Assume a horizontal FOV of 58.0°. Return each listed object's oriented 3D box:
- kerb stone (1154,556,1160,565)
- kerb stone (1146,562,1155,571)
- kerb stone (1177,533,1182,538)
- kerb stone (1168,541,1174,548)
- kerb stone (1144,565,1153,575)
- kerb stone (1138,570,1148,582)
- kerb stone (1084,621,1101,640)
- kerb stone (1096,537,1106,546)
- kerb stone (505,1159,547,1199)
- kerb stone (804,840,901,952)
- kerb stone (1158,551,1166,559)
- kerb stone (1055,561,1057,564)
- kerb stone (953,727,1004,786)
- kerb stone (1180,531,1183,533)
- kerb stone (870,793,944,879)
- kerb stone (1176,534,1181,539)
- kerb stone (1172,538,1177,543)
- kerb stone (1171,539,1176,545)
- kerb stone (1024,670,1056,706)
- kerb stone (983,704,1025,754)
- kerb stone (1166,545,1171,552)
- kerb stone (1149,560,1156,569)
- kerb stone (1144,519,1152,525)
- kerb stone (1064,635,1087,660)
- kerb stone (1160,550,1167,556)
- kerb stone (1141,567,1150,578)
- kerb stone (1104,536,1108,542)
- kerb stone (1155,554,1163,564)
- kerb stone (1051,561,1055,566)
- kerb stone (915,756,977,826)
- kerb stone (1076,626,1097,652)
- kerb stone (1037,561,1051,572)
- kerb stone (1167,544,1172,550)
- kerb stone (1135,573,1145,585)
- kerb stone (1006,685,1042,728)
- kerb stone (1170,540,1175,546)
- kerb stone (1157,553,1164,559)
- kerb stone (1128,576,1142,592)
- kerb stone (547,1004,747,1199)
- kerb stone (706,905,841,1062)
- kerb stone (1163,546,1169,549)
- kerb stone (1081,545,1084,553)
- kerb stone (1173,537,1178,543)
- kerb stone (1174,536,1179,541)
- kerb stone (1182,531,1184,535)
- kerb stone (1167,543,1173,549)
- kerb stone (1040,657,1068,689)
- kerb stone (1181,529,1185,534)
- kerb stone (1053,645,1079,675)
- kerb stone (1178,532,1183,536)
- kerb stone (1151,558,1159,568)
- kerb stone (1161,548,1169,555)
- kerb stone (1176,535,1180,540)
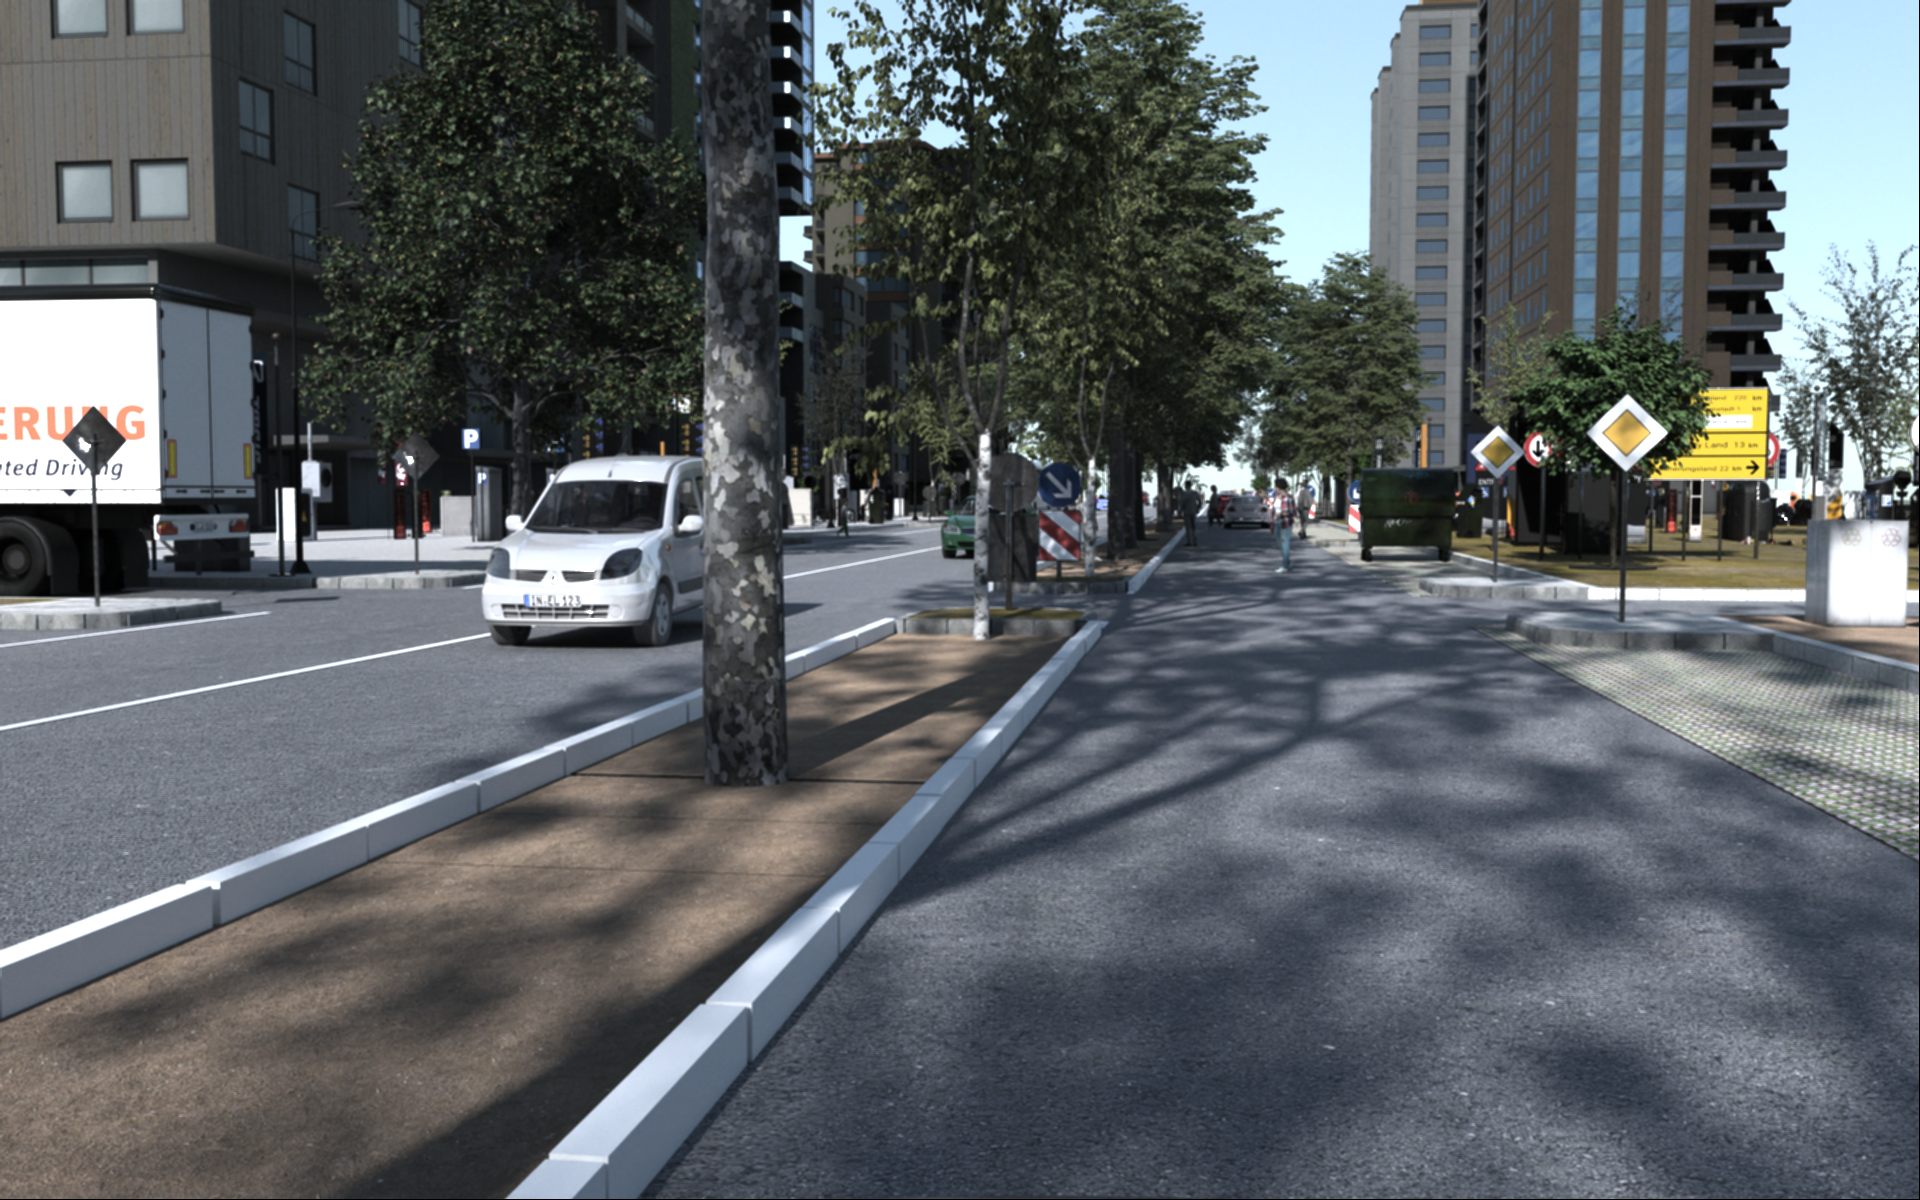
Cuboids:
[{"bbox_3d":[3.792,-0.714,33.875,0.120,0.150,1.000,1,4,8],"label":"kerb stone"},{"bbox_3d":[3.339,-0.528,30.823,0.120,0.150,1.000,1,4,8],"label":"kerb stone"},{"bbox_3d":[6.656,-1.889,53.113,0.120,0.150,1.000,1,4,8],"label":"kerb stone"},{"bbox_3d":[5.310,-1.334,44.007,0.120,0.150,1.000,1,4,8],"label":"kerb stone"},{"bbox_3d":[3.193,-0.465,29.804,0.120,0.150,1.000,1,4,8],"label":"kerb stone"},{"bbox_3d":[2.896,-0.339,27.779,0.120,0.150,1.000,1,4,8],"label":"kerb stone"},{"bbox_3d":[1.298,0.314,17.069,0.120,0.150,1.000,1,4,8],"label":"kerb stone"},{"bbox_3d":[3.988,-1.663,49.387,0.120,0.150,1.000,1,4,8],"label":"kerb stone"},{"bbox_3d":[-0.813,1.184,2.843,0.120,0.150,1.000,1,4,8],"label":"kerb stone"},{"bbox_3d":[-0.360,1.001,5.889,0.120,0.150,1.000,1,4,8],"label":"kerb stone"},{"bbox_3d":[4.253,-0.892,36.911,0.120,0.150,1.000,1,4,8],"label":"kerb stone"},{"bbox_3d":[1.879,-0.796,35.207,0.120,0.150,1.000,1,4,8],"label":"kerb stone"},{"bbox_3d":[0.090,0.812,8.923,0.120,0.150,1.000,1,4,8],"label":"kerb stone"},{"bbox_3d":[6.954,-2.015,55.135,0.120,0.150,1.000,1,4,8],"label":"kerb stone"},{"bbox_3d":[-0.210,0.941,6.901,0.120,0.150,1.000,1,4,8],"label":"kerb stone"},{"bbox_3d":[6.503,-1.829,52.102,0.120,0.150,1.000,1,4,8],"label":"kerb stone"},{"bbox_3d":[5.756,-1.520,47.041,0.120,0.150,1.000,1,4,8],"label":"kerb stone"},{"bbox_3d":[5.606,-1.458,46.031,0.120,0.150,1.000,1,4,8],"label":"kerb stone"},{"bbox_3d":[0.540,0.625,11.979,0.120,0.150,1.000,1,4,8],"label":"kerb stone"},{"bbox_3d":[0.242,0.750,9.940,0.120,0.150,1.000,1,4,8],"label":"kerb stone"},{"bbox_3d":[4.847,-1.145,40.972,0.120,0.150,1.000,1,4,8],"label":"kerb stone"},{"bbox_3d":[3.485,-0.588,31.842,0.120,0.150,1.000,1,4,8],"label":"kerb stone"},{"bbox_3d":[9.099,-3.770,83.837,0.120,0.150,1.000,1,4,8],"label":"kerb stone"},{"bbox_3d":[0.986,0.439,15.034,0.120,0.150,1.000,1,4,8],"label":"kerb stone"},{"bbox_3d":[4.396,-0.957,37.927,0.120,0.150,1.000,1,4,8],"label":"kerb stone"},{"bbox_3d":[3.038,-0.403,28.794,0.120,0.150,1.000,1,4,8],"label":"kerb stone"},{"bbox_3d":[4.127,-1.722,50.401,0.120,0.150,1.000,1,4,8],"label":"kerb stone"},{"bbox_3d":[3.954,-0.775,34.889,0.120,0.150,1.000,1,4,8],"label":"kerb stone"},{"bbox_3d":[1.719,-0.733,34.198,0.120,0.150,1.000,1,4,8],"label":"kerb stone"},{"bbox_3d":[-0.064,0.875,7.912,0.120,0.150,1.000,1,4,8],"label":"kerb stone"},{"bbox_3d":[1.147,0.379,16.052,0.120,0.150,1.000,1,4,8],"label":"kerb stone"},{"bbox_3d":[1.580,-0.670,33.181,0.120,0.150,1.000,1,4,8],"label":"kerb stone"},{"bbox_3d":[4.996,-1.205,41.983,0.120,0.150,1.000,1,4,8],"label":"kerb stone"},{"bbox_3d":[2.735,-0.280,26.770,0.120,0.150,1.000,1,4,8],"label":"kerb stone"},{"bbox_3d":[0.392,0.687,10.956,0.120,0.150,1.000,1,4,8],"label":"kerb stone"},{"bbox_3d":[5.452,-1.396,45.019,0.120,0.150,1.000,1,4,8],"label":"kerb stone"},{"bbox_3d":[4.103,-0.838,35.900,0.120,0.150,1.000,1,4,8],"label":"kerb stone"},{"bbox_3d":[2.586,-0.218,25.759,0.120,0.150,1.000,1,4,8],"label":"kerb stone"},{"bbox_3d":[-0.667,1.122,3.859,0.120,0.150,1.000,1,4,8],"label":"kerb stone"},{"bbox_3d":[-0.510,1.060,4.870,0.120,0.150,1.000,1,4,8],"label":"kerb stone"},{"bbox_3d":[4.695,-1.087,39.961,0.120,0.150,1.000,1,4,8],"label":"kerb stone"},{"bbox_3d":[3.235,-1.351,44.333,0.120,0.150,1.000,1,4,8],"label":"kerb stone"},{"bbox_3d":[5.901,-1.581,48.055,0.120,0.150,1.000,1,4,8],"label":"kerb stone"},{"bbox_3d":[6.056,-1.644,49.069,0.120,0.150,1.000,1,4,8],"label":"kerb stone"},{"bbox_3d":[7.102,-2.072,56.148,0.120,0.150,1.000,1,4,8],"label":"kerb stone"},{"bbox_3d":[5.157,-1.269,42.997,0.120,0.150,1.000,1,4,8],"label":"kerb stone"},{"bbox_3d":[0.689,0.569,12.991,0.120,0.150,1.000,1,4,8],"label":"kerb stone"},{"bbox_3d":[7.404,-2.199,58.172,0.120,0.150,1.000,1,4,8],"label":"kerb stone"},{"bbox_3d":[0.843,0.501,14.012,0.120,0.150,1.000,1,4,8],"label":"kerb stone"},{"bbox_3d":[6.812,-1.953,54.123,0.120,0.150,1.000,1,4,8],"label":"kerb stone"},{"bbox_3d":[3.646,-0.646,32.864,0.120,0.150,1.000,1,4,8],"label":"kerb stone"},{"bbox_3d":[4.557,-1.021,38.937,0.120,0.150,1.000,1,4,8],"label":"kerb stone"},{"bbox_3d":[6.356,-1.767,51.091,0.120,0.150,1.000,1,4,8],"label":"kerb stone"}]
